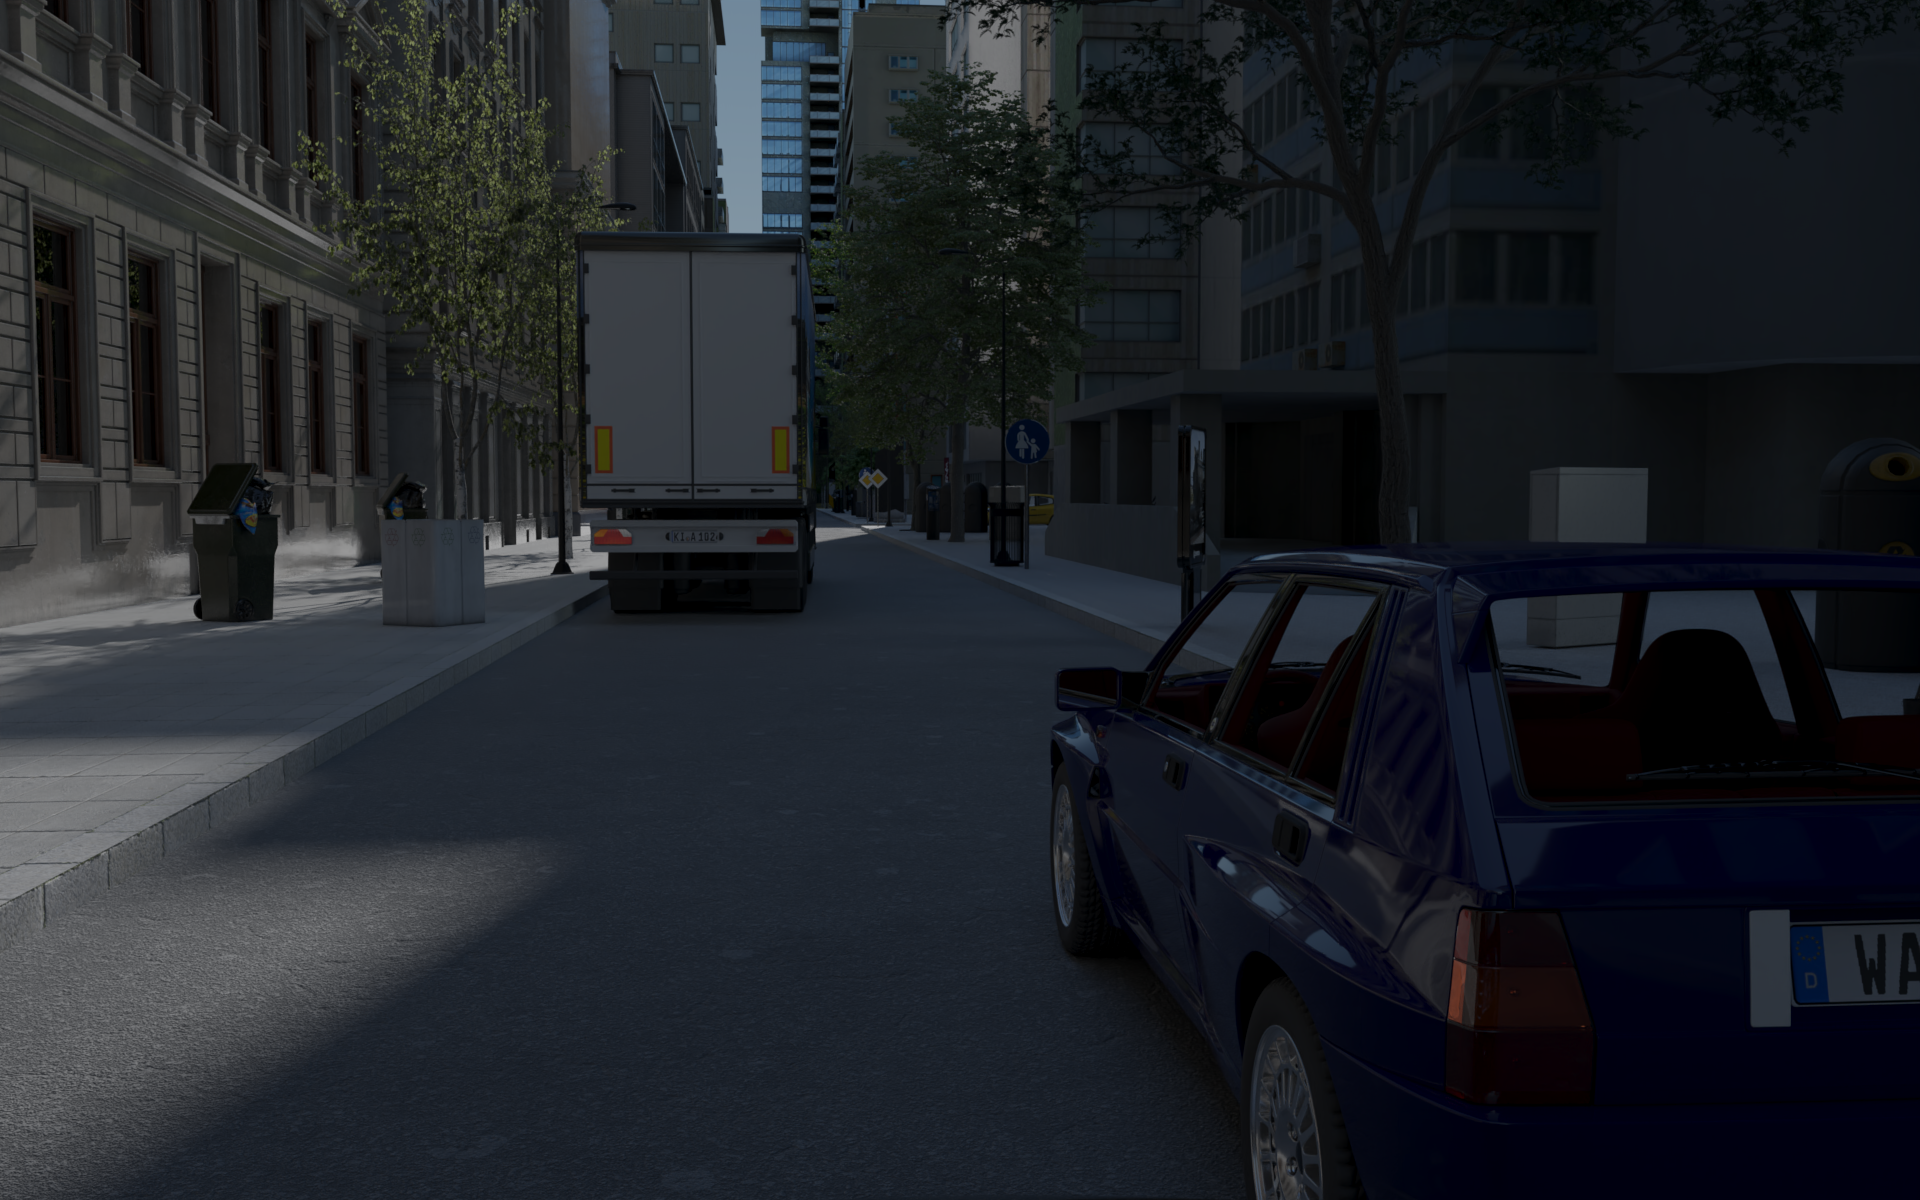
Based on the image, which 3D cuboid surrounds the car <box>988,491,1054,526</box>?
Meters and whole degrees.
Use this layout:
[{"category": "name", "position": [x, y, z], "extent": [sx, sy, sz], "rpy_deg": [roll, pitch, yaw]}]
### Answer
[{"category": "car", "position": [2.661, -3.884, 73.724], "extent": [3.980, 1.641, 2.015], "rpy_deg": [0, 4, -5]}]

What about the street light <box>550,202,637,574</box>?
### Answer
[{"category": "street light", "position": [-5.849, -3.373, 27.688], "extent": [1.470, 5.913, 1.316], "rpy_deg": [0, 4, -6]}]

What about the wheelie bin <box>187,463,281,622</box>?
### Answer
[{"category": "wheelie bin", "position": [-7.370, -0.593, 17.607], "extent": [0.980, 1.594, 0.693], "rpy_deg": [2, 4, 28]}]

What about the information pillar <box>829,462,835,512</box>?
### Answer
[{"category": "information pillar", "position": [-9.194, -8.158, 124.737], "extent": [0.504, 3.616, 0.183], "rpy_deg": [1, 4, 21]}]

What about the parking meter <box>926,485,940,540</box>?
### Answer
[{"category": "parking meter", "position": [-0.752, -2.446, 48.398], "extent": [0.372, 1.533, 0.369], "rpy_deg": [0, 3, 0]}]

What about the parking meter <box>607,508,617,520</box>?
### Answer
[{"category": "parking meter", "position": [-10.009, -2.546, 50.033], "extent": [0.372, 1.533, 0.369], "rpy_deg": [0, 3, 0]}]

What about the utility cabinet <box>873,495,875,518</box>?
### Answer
[{"category": "utility cabinet", "position": [-4.232, -4.573, 85.923], "extent": [0.306, 1.237, 1.020], "rpy_deg": [-1, 4, -14]}]

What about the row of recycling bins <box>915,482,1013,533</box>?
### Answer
[{"category": "row of recycling bins", "position": [0.170, -3.098, 57.759], "extent": [3.534, 1.692, 1.069], "rpy_deg": [1, 4, 19]}]

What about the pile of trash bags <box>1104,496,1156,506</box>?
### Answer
[{"category": "pile of trash bags", "position": [4.919, -2.076, 43.689], "extent": [3.447, 1.369, 1.912], "rpy_deg": [1, 4, 11]}]

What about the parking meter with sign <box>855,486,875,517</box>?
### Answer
[{"category": "parking meter with sign", "position": [-5.030, -6.097, 95.951], "extent": [1.738, 3.016, 0.543], "rpy_deg": [3, 4, 36]}]

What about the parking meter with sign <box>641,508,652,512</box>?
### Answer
[{"category": "parking meter with sign", "position": [-9.800, -3.484, 53.218], "extent": [0.543, 3.016, 1.738], "rpy_deg": [0, 4, 7]}]

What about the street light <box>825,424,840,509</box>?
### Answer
[{"category": "street light", "position": [-8.327, -8.709, 114.936], "extent": [1.470, 5.913, 1.316], "rpy_deg": [0, 4, -6]}]

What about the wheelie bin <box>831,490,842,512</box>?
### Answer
[{"category": "wheelie bin", "position": [-8.588, -6.969, 121.858], "extent": [0.980, 1.594, 0.693], "rpy_deg": [1, 4, 12]}]

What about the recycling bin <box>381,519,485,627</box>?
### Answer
[{"category": "recycling bin", "position": [-5.196, -0.278, 17.094], "extent": [0.722, 1.027, 0.722], "rpy_deg": [2, 4, 26]}]

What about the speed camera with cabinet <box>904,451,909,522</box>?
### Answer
[{"category": "speed camera with cabinet", "position": [-3.029, -5.249, 80.150], "extent": [0.660, 3.252, 2.038], "rpy_deg": [-2, 4, -26]}]

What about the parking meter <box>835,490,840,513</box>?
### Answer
[{"category": "parking meter", "position": [-8.207, -6.577, 115.947], "extent": [0.372, 1.533, 0.369], "rpy_deg": [0, 3, 0]}]

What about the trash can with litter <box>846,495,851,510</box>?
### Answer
[{"category": "trash can with litter", "position": [-8.719, -7.789, 138.734], "extent": [0.624, 1.170, 1.055], "rpy_deg": [-1, 4, -21]}]

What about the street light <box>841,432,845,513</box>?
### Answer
[{"category": "street light", "position": [-4.628, -6.561, 79.811], "extent": [1.470, 5.913, 1.316], "rpy_deg": [0, 4, -6]}]

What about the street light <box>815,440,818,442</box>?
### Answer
[{"category": "street light", "position": [-12.074, -10.855, 150.014], "extent": [1.470, 5.913, 1.316], "rpy_deg": [0, 4, -6]}]

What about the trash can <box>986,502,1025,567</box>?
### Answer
[{"category": "trash can", "position": [0.835, -1.169, 30.767], "extent": [0.748, 1.137, 0.748], "rpy_deg": [0, 3, 0]}]

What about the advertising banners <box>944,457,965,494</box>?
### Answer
[{"category": "advertising banners", "position": [-0.283, -5.246, 81.954], "extent": [0.090, 3.025, 2.074], "rpy_deg": [-2, 4, -27]}]

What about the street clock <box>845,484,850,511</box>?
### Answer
[{"category": "street clock", "position": [-8.302, -7.542, 127.886], "extent": [0.358, 2.002, 0.471], "rpy_deg": [0, 4, 4]}]

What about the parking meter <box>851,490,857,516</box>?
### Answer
[{"category": "parking meter", "position": [-6.296, -5.790, 103.084], "extent": [0.372, 1.533, 0.369], "rpy_deg": [0, 3, 0]}]

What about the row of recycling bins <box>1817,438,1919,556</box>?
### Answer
[{"category": "row of recycling bins", "position": [7.783, -0.293, 11.899], "extent": [3.534, 1.692, 1.069], "rpy_deg": [3, 5, 41]}]

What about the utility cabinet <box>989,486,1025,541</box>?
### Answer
[{"category": "utility cabinet", "position": [1.301, -2.351, 47.112], "extent": [0.318, 1.500, 1.173], "rpy_deg": [-3, 5, -44]}]

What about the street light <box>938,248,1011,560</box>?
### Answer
[{"category": "street light", "position": [0.290, -3.695, 32.951], "extent": [1.470, 5.913, 1.316], "rpy_deg": [0, 4, -6]}]

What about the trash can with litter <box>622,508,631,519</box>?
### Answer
[{"category": "trash can with litter", "position": [-10.153, -2.476, 51.863], "extent": [1.055, 1.170, 0.624], "rpy_deg": [-1, 4, -19]}]

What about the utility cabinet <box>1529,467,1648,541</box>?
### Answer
[{"category": "utility cabinet", "position": [5.312, -0.367, 14.680], "extent": [1.173, 1.500, 0.318], "rpy_deg": [-2, 4, -33]}]

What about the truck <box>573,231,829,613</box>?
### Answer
[{"category": "truck", "position": [-3.270, -2.156, 24.171], "extent": [2.839, 4.237, 11.283], "rpy_deg": [0, 4, -4]}]

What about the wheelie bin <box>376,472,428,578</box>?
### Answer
[{"category": "wheelie bin", "position": [-8.105, -1.059, 25.219], "extent": [0.693, 1.594, 0.980], "rpy_deg": [-2, 4, -27]}]

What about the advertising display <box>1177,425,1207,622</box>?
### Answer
[{"category": "advertising display", "position": [2.222, -0.695, 16.583], "extent": [0.123, 1.923, 0.974], "rpy_deg": [1, 4, 17]}]

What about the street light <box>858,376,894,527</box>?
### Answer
[{"category": "street light", "position": [-3.335, -5.841, 68.043], "extent": [1.470, 5.913, 1.316], "rpy_deg": [0, 4, -6]}]

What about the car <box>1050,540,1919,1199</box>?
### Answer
[{"category": "car", "position": [1.272, 0.506, 4.306], "extent": [1.945, 1.354, 3.894], "rpy_deg": [0, 4, -5]}]
